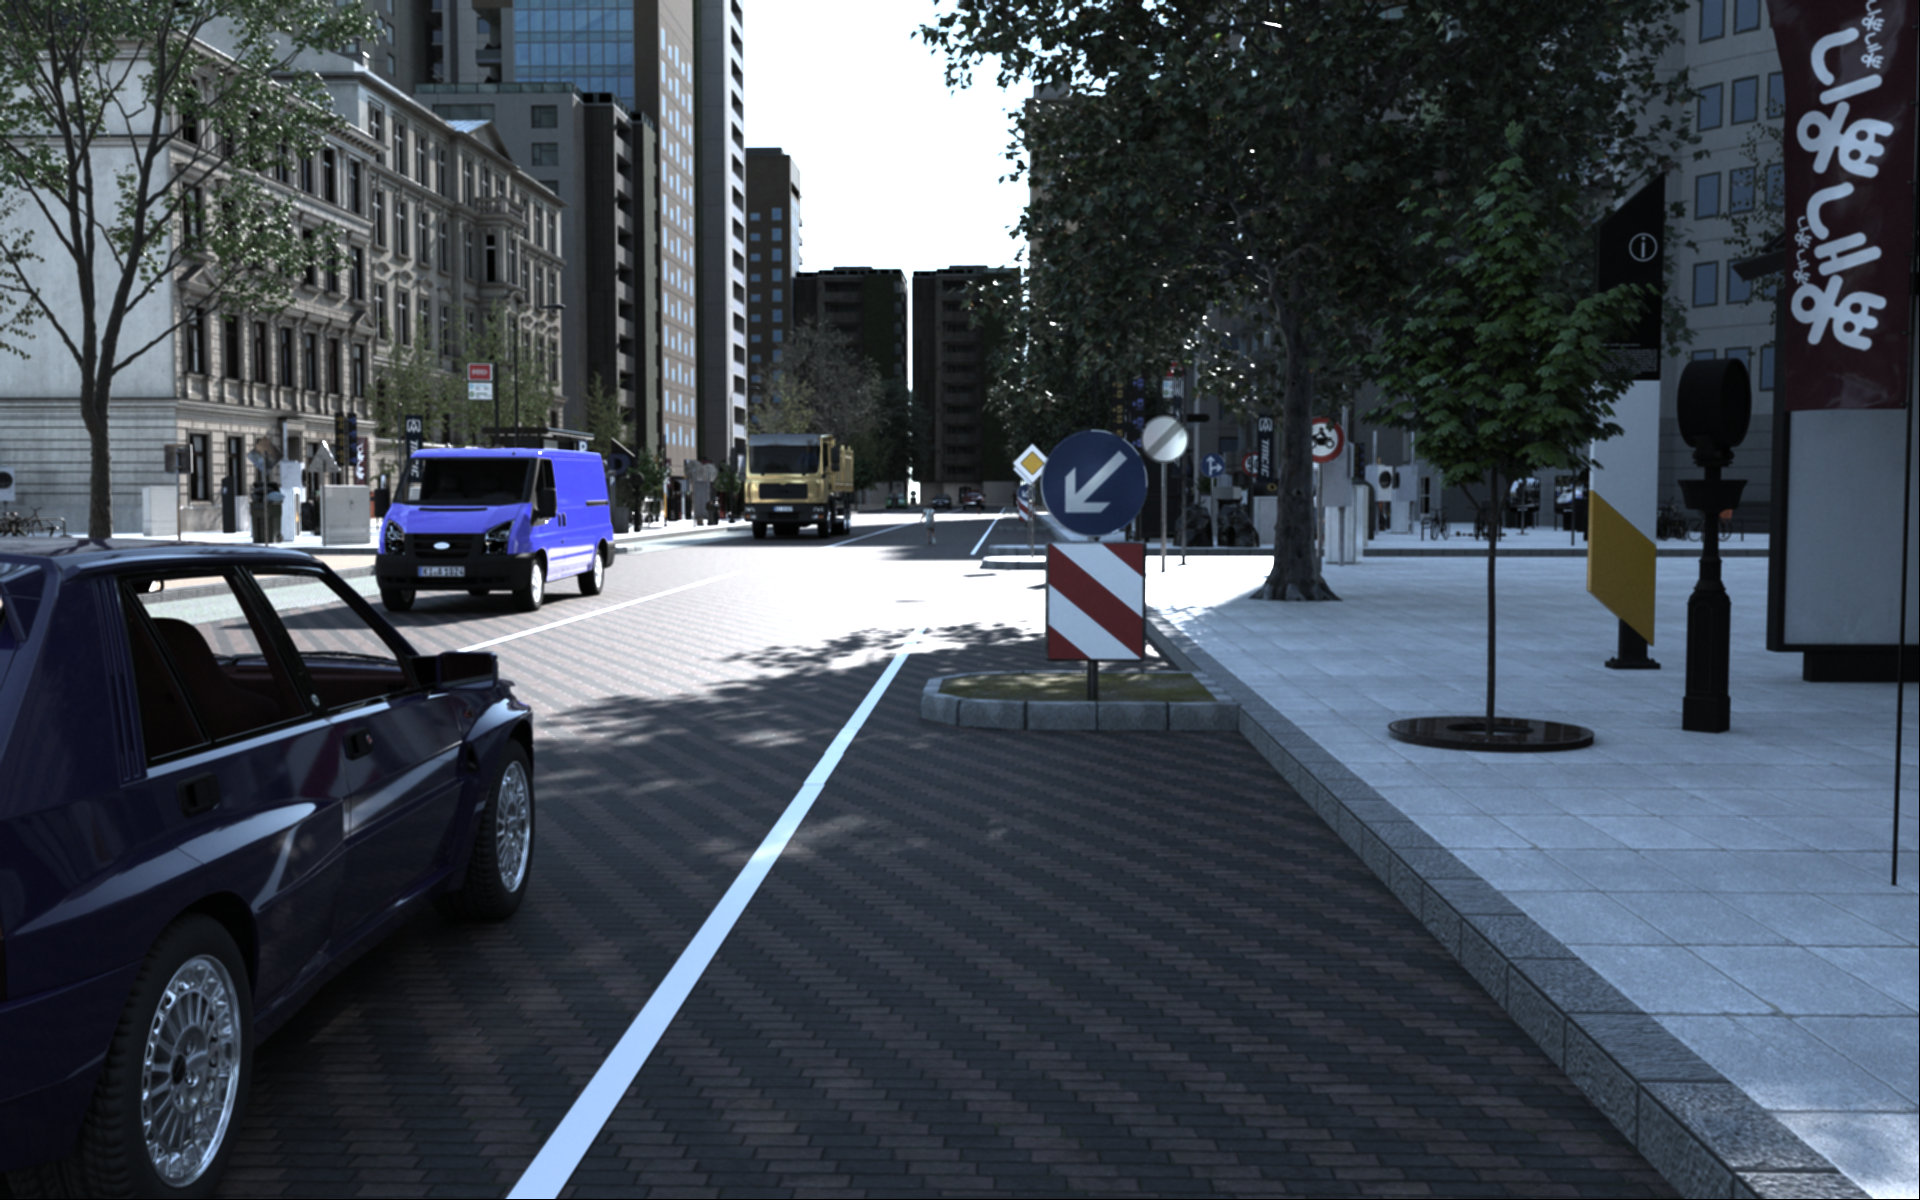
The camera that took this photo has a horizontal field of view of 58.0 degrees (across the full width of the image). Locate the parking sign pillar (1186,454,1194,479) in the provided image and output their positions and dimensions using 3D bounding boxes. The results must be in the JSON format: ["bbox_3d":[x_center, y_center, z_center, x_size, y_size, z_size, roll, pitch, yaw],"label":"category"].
[{"bbox_3d":[15.395,-7.843,116.708,1.447,3.967,1.447,0,4,-6],"label":"parking sign pillar"}]

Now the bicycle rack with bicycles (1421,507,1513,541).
[{"bbox_3d":[14.074,-2.130,48.212,2.852,0.926,2.925,2,4,24],"label":"bicycle rack with bicycles"}]

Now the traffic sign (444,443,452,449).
[{"bbox_3d":[-12.950,-2.680,43.826,0.884,2.594,0.081,1,4,8],"label":"traffic sign"}]

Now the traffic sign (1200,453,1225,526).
[{"bbox_3d":[7.882,-3.302,54.101,0.768,2.556,0.104,0,4,6],"label":"traffic sign"}]

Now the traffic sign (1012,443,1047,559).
[{"bbox_3d":[1.427,-1.867,34.169,0.795,2.450,0.064,0,4,2],"label":"traffic sign"}]

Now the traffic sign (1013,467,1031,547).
[{"bbox_3d":[1.676,-2.355,42.150,0.795,2.450,0.064,0,4,2],"label":"traffic sign"}]

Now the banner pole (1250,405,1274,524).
[{"bbox_3d":[8.184,-3.503,47.287,0.863,3.779,0.401,-1,4,-11],"label":"banner pole"}]

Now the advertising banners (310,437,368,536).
[{"bbox_3d":[-19.089,-3.493,53.306,2.074,3.025,0.090,1,4,16],"label":"advertising banners"}]

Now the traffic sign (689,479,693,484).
[{"bbox_3d":[-14.230,-5.683,93.029,0.768,2.556,0.104,0,4,8],"label":"traffic sign"}]

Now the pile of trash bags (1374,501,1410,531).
[{"bbox_3d":[14.930,-3.161,61.438,1.912,1.369,3.447,0,4,6],"label":"pile of trash bags"}]

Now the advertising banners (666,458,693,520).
[{"bbox_3d":[-13.876,-5.452,85.332,0.090,3.025,2.074,2,4,33],"label":"advertising banners"}]

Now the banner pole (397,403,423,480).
[{"bbox_3d":[-15.277,-3.547,48.013,0.863,3.779,0.401,-2,4,-31],"label":"banner pole"}]

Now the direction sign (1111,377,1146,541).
[{"bbox_3d":[3.149,-2.479,32.521,0.379,3.537,0.876,-3,5,-40],"label":"direction sign"}]

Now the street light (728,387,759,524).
[{"bbox_3d":[-9.394,-6.283,75.263,1.470,5.913,1.316,0,4,2],"label":"street light"}]

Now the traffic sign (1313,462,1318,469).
[{"bbox_3d":[6.030,-1.732,30.452,0.606,2.300,0.079,1,4,10],"label":"traffic sign"}]

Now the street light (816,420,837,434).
[{"bbox_3d":[-8.382,-8.285,108.007,1.470,5.913,1.316,0,4,2],"label":"street light"}]

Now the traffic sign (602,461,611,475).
[{"bbox_3d":[-8.963,-2.377,42.501,0.795,2.450,0.064,0,4,2],"label":"traffic sign"}]

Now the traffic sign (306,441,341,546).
[{"bbox_3d":[-15.559,-2.589,42.331,0.884,2.594,0.081,0,4,7],"label":"traffic sign"}]

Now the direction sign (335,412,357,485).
[{"bbox_3d":[-17.097,-3.443,48.298,0.379,3.537,0.876,1,4,19],"label":"direction sign"}]

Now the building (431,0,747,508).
[{"bbox_3d":[-35.577,-38.355,169.108,28.212,58.520,21.231,0,4,2],"label":"building"}]

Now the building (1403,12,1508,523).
[{"bbox_3d":[28.670,-24.405,82.624,14.154,41.232,14.086,0,4,2],"label":"building"}]

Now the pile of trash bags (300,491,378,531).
[{"bbox_3d":[-21.400,-3.068,59.910,3.447,1.369,1.912,2,4,25],"label":"pile of trash bags"}]

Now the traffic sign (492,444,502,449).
[{"bbox_3d":[-9.212,-1.889,34.520,0.795,2.450,0.064,0,4,2],"label":"traffic sign"}]

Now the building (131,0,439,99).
[{"bbox_3d":[-63.951,-35.312,166.593,27.495,52.752,28.713,0,4,2],"label":"building"}]

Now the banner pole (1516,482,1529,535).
[{"bbox_3d":[17.752,-3.943,54.478,0.401,3.779,0.863,1,4,12],"label":"banner pole"}]

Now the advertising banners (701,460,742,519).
[{"bbox_3d":[-12.276,-5.690,89.221,2.074,3.025,0.090,-1,4,-14],"label":"advertising banners"}]

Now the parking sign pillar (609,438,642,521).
[{"bbox_3d":[-16.231,-5.791,83.158,1.447,3.967,1.447,2,4,24],"label":"parking sign pillar"}]

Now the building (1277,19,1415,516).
[{"bbox_3d":[26.985,-20.652,109.361,14.160,30.474,14.107,0,4,2],"label":"building"}]

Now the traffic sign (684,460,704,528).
[{"bbox_3d":[-9.959,-3.961,64.873,0.768,2.556,0.104,0,4,4],"label":"traffic sign"}]

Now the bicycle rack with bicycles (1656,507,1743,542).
[{"bbox_3d":[19.915,-2.088,47.517,2.925,0.926,2.852,-2,4,-31],"label":"bicycle rack with bicycles"}]

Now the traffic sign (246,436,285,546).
[{"bbox_3d":[-13.778,-2.030,34.373,0.795,2.450,0.064,0,4,6],"label":"traffic sign"}]

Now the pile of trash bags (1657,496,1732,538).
[{"bbox_3d":[21.097,-2.543,51.330,3.447,1.369,1.912,2,4,31],"label":"pile of trash bags"}]

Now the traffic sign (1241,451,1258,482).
[{"bbox_3d":[8.781,-3.158,51.736,0.768,2.556,0.104,0,4,7],"label":"traffic sign"}]

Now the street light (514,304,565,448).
[{"bbox_3d":[-10.348,-4.280,42.517,1.470,5.913,1.316,0,4,2],"label":"street light"}]

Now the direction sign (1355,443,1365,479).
[{"bbox_3d":[17.676,-5.179,76.681,0.379,3.537,0.876,-1,4,-13],"label":"direction sign"}]

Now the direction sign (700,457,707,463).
[{"bbox_3d":[-15.578,-6.929,105.292,0.379,3.537,0.876,1,4,21],"label":"direction sign"}]

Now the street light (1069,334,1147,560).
[{"bbox_3d":[2.942,-3.744,33.752,1.470,5.913,1.316,0,4,2],"label":"street light"}]

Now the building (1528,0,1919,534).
[{"bbox_3d":[37.268,-31.889,63.379,28.212,58.520,21.231,0,4,2],"label":"building"}]

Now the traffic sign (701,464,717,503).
[{"bbox_3d":[-10.496,-4.412,72.245,0.768,2.556,0.104,0,4,5],"label":"traffic sign"}]

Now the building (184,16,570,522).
[{"bbox_3d":[-30.810,-16.747,92.903,14.460,24.649,34.723,0,4,2],"label":"building"}]

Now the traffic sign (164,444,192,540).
[{"bbox_3d":[-16.069,-2.048,35.614,0.606,2.300,0.079,1,4,9],"label":"traffic sign"}]

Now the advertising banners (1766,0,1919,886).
[{"bbox_3d":[3.576,-0.572,5.548,2.074,3.025,0.090,0,4,5],"label":"advertising banners"}]

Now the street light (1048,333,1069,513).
[{"bbox_3d":[3.362,-4.736,49.978,1.470,5.913,1.316,0,4,2],"label":"street light"}]

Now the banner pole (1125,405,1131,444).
[{"bbox_3d":[4.167,-3.223,42.709,0.863,3.779,0.401,-1,4,-9],"label":"banner pole"}]

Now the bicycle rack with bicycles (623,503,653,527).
[{"bbox_3d":[-13.444,-3.299,67.323,2.925,0.926,2.852,-1,4,-8],"label":"bicycle rack with bicycles"}]

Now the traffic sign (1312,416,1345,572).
[{"bbox_3d":[5.907,-1.730,28.397,0.768,2.556,0.104,1,4,9],"label":"traffic sign"}]

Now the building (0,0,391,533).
[{"bbox_3d":[-30.268,-12.322,66.089,10.561,19.102,19.286,0,4,2],"label":"building"}]

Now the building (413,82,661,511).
[{"bbox_3d":[-30.185,-21.622,125.225,14.160,30.474,14.107,0,4,2],"label":"building"}]

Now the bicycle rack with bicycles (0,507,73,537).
[{"bbox_3d":[-26.212,-2.090,47.556,2.852,0.926,2.925,2,4,27],"label":"bicycle rack with bicycles"}]

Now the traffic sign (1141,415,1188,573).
[{"bbox_3d":[3.318,-1.717,28.180,0.768,2.556,0.104,0,4,3],"label":"traffic sign"}]

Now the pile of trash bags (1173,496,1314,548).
[{"bbox_3d":[6.899,-1.987,42.243,3.447,1.369,1.912,1,4,10],"label":"pile of trash bags"}]
